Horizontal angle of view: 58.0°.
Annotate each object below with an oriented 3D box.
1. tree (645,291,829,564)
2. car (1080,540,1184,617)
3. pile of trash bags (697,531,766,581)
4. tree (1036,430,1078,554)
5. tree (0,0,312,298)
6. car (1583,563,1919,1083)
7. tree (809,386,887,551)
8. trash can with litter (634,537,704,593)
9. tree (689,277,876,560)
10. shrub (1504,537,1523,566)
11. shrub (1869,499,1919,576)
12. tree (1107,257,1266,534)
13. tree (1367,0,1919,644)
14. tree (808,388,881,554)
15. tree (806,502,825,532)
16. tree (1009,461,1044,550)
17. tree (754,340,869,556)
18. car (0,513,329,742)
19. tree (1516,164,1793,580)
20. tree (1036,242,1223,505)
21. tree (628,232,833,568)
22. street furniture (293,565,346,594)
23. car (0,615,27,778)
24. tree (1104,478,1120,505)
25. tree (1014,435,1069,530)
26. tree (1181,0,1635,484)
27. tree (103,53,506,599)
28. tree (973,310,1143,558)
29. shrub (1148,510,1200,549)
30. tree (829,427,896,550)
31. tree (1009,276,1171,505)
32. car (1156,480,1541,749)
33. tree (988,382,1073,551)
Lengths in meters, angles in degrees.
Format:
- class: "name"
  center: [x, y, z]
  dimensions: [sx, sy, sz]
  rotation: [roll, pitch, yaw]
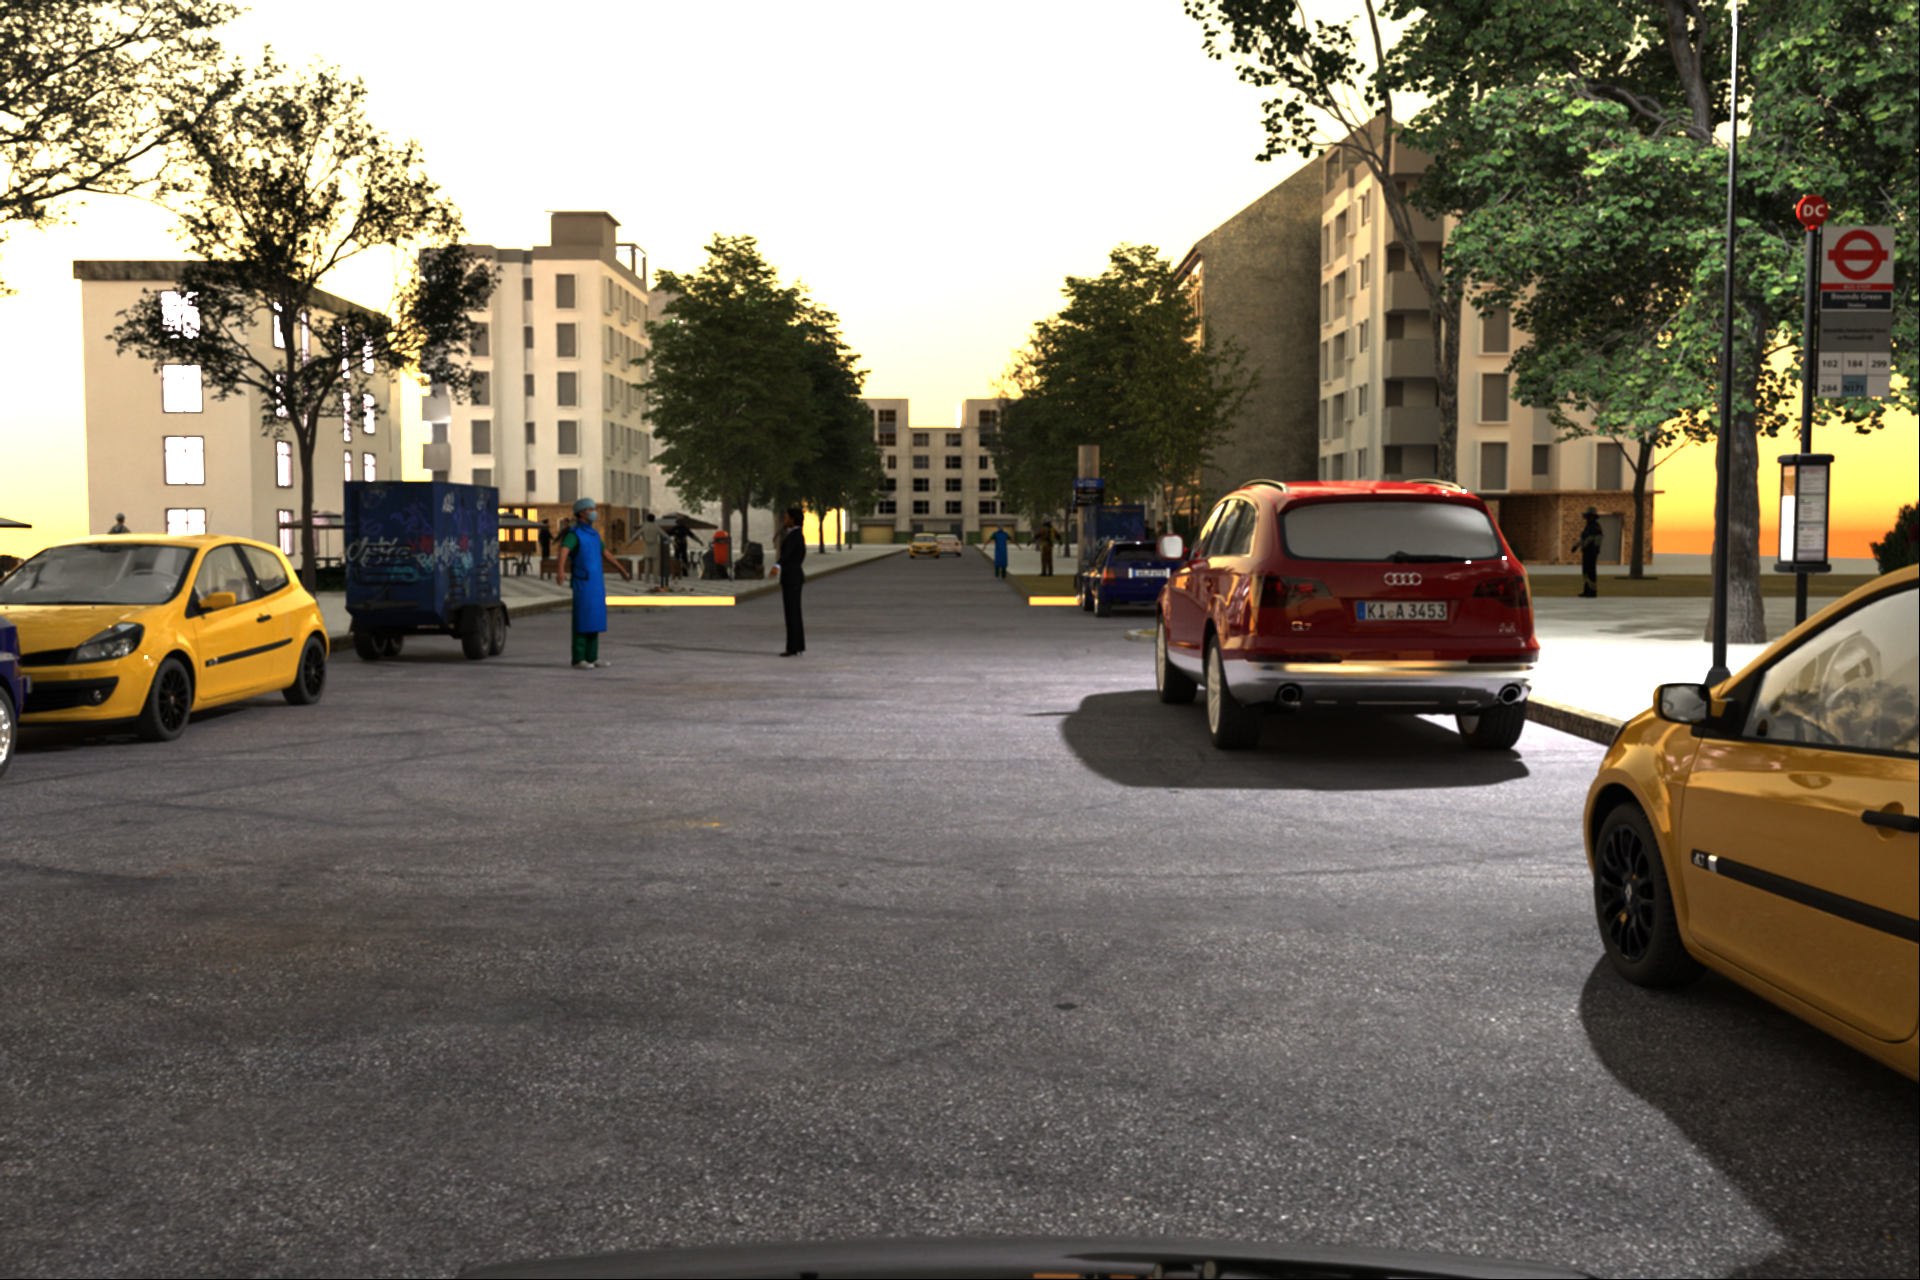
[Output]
- class: "tree"
  center: [-9.468, -9.122, 74.893]
  dimensions: [9.928, 11.665, 9.643]
  rotation: [0, 3, 0]
- class: "car"
  center: [3.166, -1.135, 31.139]
  dimensions: [1.945, 1.354, 3.894]
  rotation: [0, 4, -1]
- class: "pile of trash bags"
  center: [-6.496, -2.386, 48.767]
  dimensions: [1.912, 1.369, 3.447]
  rotation: [0, 4, 0]
- class: "tree"
  center: [6.175, -9.753, 109.826]
  dimensions: [4.360, 8.622, 3.978]
  rotation: [0, 3, 0]
- class: "tree"
  center: [-12.787, -6.649, 19.084]
  dimensions: [12.009, 13.543, 11.850]
  rotation: [0, 3, 0]
- class: "car"
  center: [2.976, 0.359, 4.352]
  dimensions: [2.015, 1.641, 3.980]
  rotation: [0, 4, -1]
- class: "tree"
  center: [-9.564, -12.986, 130.453]
  dimensions: [7.486, 12.596, 7.792]
  rotation: [0, 3, 0]
- class: "trash can with litter"
  center: [-6.427, -1.692, 38.721]
  dimensions: [1.678, 1.210, 2.233]
  rotation: [0, 4, 1]
- class: "tree"
  center: [-8.826, -10.884, 84.616]
  dimensions: [9.857, 13.997, 8.962]
  rotation: [0, 3, 0]
- class: "shrub"
  center: [14.598, -2.154, 46.337]
  dimensions: [1.383, 1.207, 1.383]
  rotation: [0, 3, 0]
- class: "shrub"
  center: [20.222, -1.972, 36.660]
  dimensions: [1.690, 2.028, 1.600]
  rotation: [0, 3, 0]
- class: "tree"
  center: [5.705, -5.850, 46.005]
  dimensions: [4.737, 8.622, 4.395]
  rotation: [0, 3, 0]
- class: "tree"
  center: [9.208, -6.931, 19.984]
  dimensions: [9.857, 13.997, 8.962]
  rotation: [0, 3, 0]
- class: "tree"
  center: [-9.052, -11.477, 113.399]
  dimensions: [9.928, 11.665, 9.643]
  rotation: [0, 3, 0]
- class: "tree"
  center: [-18.535, -17.110, 230.103]
  dimensions: [4.737, 8.622, 4.395]
  rotation: [0, 3, 0]
- class: "tree"
  center: [5.968, -11.561, 139.380]
  dimensions: [4.360, 8.622, 3.978]
  rotation: [0, 3, 0]
- class: "tree"
  center: [-9.212, -11.188, 101.057]
  dimensions: [7.486, 12.596, 7.792]
  rotation: [0, 3, 0]
- class: "car"
  center: [-6.278, -0.181, 13.185]
  dimensions: [2.015, 1.641, 3.980]
  rotation: [0, 4, 0]
- class: "tree"
  center: [19.364, -7.534, 48.943]
  dimensions: [9.928, 11.665, 9.643]
  rotation: [0, 3, 0]
- class: "tree"
  center: [6.779, -9.134, 67.466]
  dimensions: [7.486, 12.596, 7.792]
  rotation: [0, 3, 0]
- class: "tree"
  center: [-8.661, -9.002, 65.312]
  dimensions: [7.486, 12.596, 7.792]
  rotation: [0, 3, 0]
- class: "street furniture"
  center: [-15.667, -1.608, 41.909]
  dimensions: [5.734, 0.657, 10.072]
  rotation: [-3, 5, -42]
- class: "car"
  center: [-6.377, 0.246, 8.562]
  dimensions: [1.945, 1.354, 3.894]
  rotation: [0, 3, 0]
- class: "tree"
  center: [21.113, -17.875, 226.675]
  dimensions: [7.601, 10.594, 8.767]
  rotation: [0, 4, -3]
- class: "tree"
  center: [6.030, -10.279, 118.421]
  dimensions: [4.737, 8.622, 4.395]
  rotation: [0, 3, 0]
- class: "tree"
  center: [8.686, -10.910, 34.268]
  dimensions: [12.611, 20.169, 13.585]
  rotation: [0, 3, 0]
- class: "tree"
  center: [-12.240, -6.025, 32.927]
  dimensions: [8.767, 10.594, 7.601]
  rotation: [1, 4, 22]
- class: "tree"
  center: [5.821, -11.283, 94.851]
  dimensions: [12.009, 13.543, 11.850]
  rotation: [0, 3, 0]
- class: "shrub"
  center: [6.289, -2.826, 50.632]
  dimensions: [1.690, 2.028, 1.600]
  rotation: [0, 3, 0]
- class: "tree"
  center: [-8.689, -12.672, 141.599]
  dimensions: [7.601, 10.594, 8.767]
  rotation: [-2, 4, -28]
- class: "tree"
  center: [6.051, -9.721, 77.072]
  dimensions: [7.486, 12.596, 7.792]
  rotation: [0, 3, 0]
- class: "car"
  center: [2.698, -0.269, 13.078]
  dimensions: [2.281, 1.827, 5.304]
  rotation: [0, 4, 0]
- class: "tree"
  center: [5.694, -12.891, 128.898]
  dimensions: [7.486, 12.596, 7.792]
  rotation: [0, 3, 0]
